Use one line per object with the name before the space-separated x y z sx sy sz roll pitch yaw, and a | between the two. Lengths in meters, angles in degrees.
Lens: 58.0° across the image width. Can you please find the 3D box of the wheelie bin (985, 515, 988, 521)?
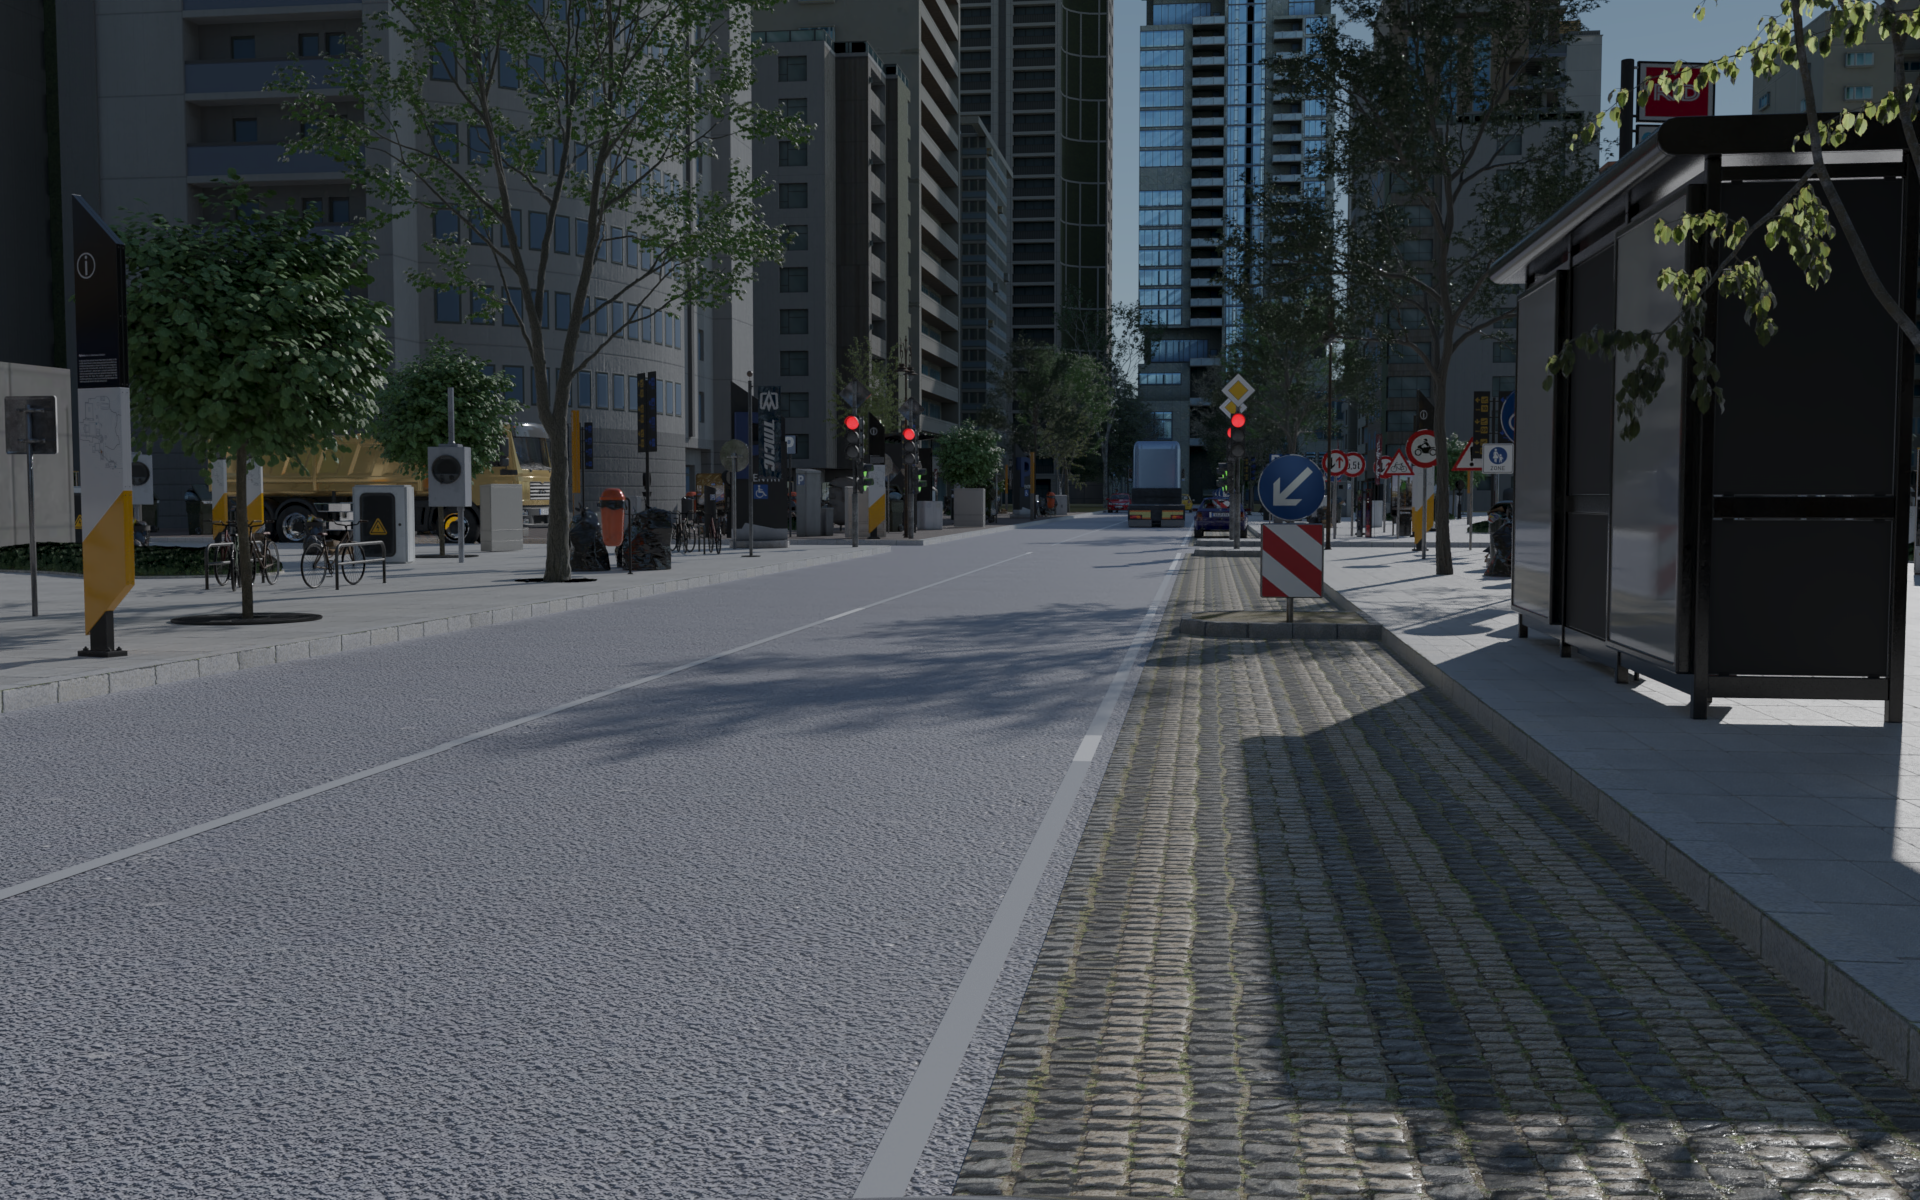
wheelie bin | 0.931 -4.632 83.637 0.693 1.594 0.980 1 4 23

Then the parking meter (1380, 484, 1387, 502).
parking meter | 24.168 -5.697 98.856 0.399 1.863 0.255 -2 4 -32

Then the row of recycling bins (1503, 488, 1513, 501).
row of recycling bins | 37.765 -6.670 116.174 3.534 1.692 1.069 -2 4 -35

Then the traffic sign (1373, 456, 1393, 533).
traffic sign | 14.127 -3.516 57.594 0.768 2.556 0.104 1 4 12

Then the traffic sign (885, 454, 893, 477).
traffic sign | -2.450 -3.252 53.270 0.768 2.556 0.104 1 4 14

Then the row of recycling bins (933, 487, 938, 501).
row of recycling bins | -2.276 -5.046 89.622 1.069 1.692 3.534 -2 4 -34

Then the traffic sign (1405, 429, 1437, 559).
traffic sign | 9.144 -2.077 34.066 0.768 2.556 0.104 1 4 16

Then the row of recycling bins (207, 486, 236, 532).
row of recycling bins | -25.726 -3.252 60.280 1.069 1.692 3.534 -2 4 -35

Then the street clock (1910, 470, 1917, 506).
street clock | 29.135 -2.949 52.794 0.358 2.002 0.471 0 4 4

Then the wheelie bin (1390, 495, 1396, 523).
wheelie bin | 19.293 -4.155 75.838 0.980 1.594 0.693 2 4 31

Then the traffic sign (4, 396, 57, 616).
traffic sign | -9.693 -0.976 18.086 0.606 2.300 0.079 1 4 11

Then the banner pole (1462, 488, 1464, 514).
banner pole | 32.202 -7.372 110.553 0.401 3.779 0.863 2 4 31

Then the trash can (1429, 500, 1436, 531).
trash can | 16.300 -2.929 59.541 0.748 1.137 0.748 0 3 0

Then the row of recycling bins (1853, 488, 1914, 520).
row of recycling bins | 40.582 -4.219 76.090 1.069 1.692 3.534 0 4 -5

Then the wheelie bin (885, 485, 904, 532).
wheelie bin | -2.309 -3.105 58.679 0.693 1.594 0.980 -3 5 -44

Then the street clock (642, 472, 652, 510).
street clock | -10.336 -3.218 57.188 0.358 2.002 0.471 0 4 -3

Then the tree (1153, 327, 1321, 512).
tree | 21.175 -13.168 125.663 12.009 13.543 11.850 0 3 0

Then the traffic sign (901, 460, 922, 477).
traffic sign | -1.695 -3.664 60.010 0.768 2.556 0.104 1 4 17

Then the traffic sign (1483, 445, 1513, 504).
traffic sign | 10.886 -2.018 35.119 0.606 2.300 0.079 1 4 9

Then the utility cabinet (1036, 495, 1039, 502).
utility cabinet | 4.663 -6.200 112.535 0.306 1.237 1.020 3 5 42

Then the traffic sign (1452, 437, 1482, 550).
traffic sign | 11.649 -2.413 39.456 0.884 2.594 0.081 1 4 17

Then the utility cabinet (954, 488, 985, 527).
utility cabinet | 0.369 -3.554 66.787 1.173 1.500 0.318 1 4 16

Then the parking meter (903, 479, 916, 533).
parking meter | -1.664 -3.145 57.140 0.399 1.863 0.255 -2 4 -27

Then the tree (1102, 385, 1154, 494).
tree | 19.041 -17.413 195.077 12.009 13.543 11.850 0 3 0

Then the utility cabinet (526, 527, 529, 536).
utility cabinet | -13.525 -2.644 51.906 1.173 1.500 0.318 1 4 18

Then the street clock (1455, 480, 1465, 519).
street clock | 25.567 -5.142 88.636 0.471 2.002 0.358 1 4 10

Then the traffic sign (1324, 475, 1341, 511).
traffic sign | 15.876 -4.542 74.266 0.884 2.594 0.081 1 4 10

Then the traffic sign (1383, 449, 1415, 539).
traffic sign | 12.525 -3.026 49.473 0.884 2.594 0.081 1 4 16

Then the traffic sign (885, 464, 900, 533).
traffic sign | -2.352 -3.413 56.984 0.795 2.450 0.064 1 4 9

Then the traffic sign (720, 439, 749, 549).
traffic sign | -5.236 -2.451 40.184 0.768 2.556 0.104 1 4 17

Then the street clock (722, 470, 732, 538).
street clock | -6.693 -2.813 50.558 0.471 2.002 0.358 -3 5 -41

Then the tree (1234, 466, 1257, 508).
tree | 26.109 -10.886 161.707 4.285 4.588 4.351 0 3 0

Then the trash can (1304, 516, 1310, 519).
trash can | 17.770 -4.750 89.321 0.748 1.137 0.748 0 3 0

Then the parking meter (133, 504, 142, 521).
parking meter | -18.911 -1.907 39.596 0.372 1.533 0.369 0 3 0

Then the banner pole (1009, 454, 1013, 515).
banner pole | 3.237 -7.256 108.660 0.401 3.779 0.863 -2 4 -24

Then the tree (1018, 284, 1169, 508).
tree | 12.079 -18.386 156.504 12.611 20.169 13.585 0 3 0

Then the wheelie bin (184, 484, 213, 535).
wheelie bin | -23.966 -2.851 54.527 0.693 1.594 0.980 1 4 15

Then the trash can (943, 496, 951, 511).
trash can | -0.830 -6.778 122.477 0.748 1.137 0.748 0 3 0

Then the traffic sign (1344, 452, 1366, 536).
traffic sign | 11.870 -3.197 52.385 0.768 2.556 0.104 1 4 15

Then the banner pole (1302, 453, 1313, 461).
banner pole | 21.216 -7.103 106.145 0.863 3.779 0.401 0 4 -8

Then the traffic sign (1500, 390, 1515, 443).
traffic sign | 6.566 -1.205 19.807 0.768 2.556 0.104 1 4 17

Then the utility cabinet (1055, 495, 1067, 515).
utility cabinet | 5.976 -5.739 104.997 1.020 1.237 0.306 0 4 -3

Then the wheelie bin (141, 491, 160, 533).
wheelie bin | -27.138 -3.055 57.861 0.693 1.594 0.980 -1 4 -19

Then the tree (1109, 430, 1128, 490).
tree | 16.094 -13.949 178.430 4.360 8.622 3.978 0 3 0

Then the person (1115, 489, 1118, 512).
person | 12.259 -7.778 135.654 0.705 1.826 1.348 1 4 11

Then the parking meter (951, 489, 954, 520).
parking meter | -0.276 -4.749 86.049 0.372 1.533 0.369 0 3 0

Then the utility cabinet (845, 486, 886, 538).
utility cabinet | -2.749 -2.555 50.453 1.173 1.500 0.318 -2 4 -24

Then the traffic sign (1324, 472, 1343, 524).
traffic sign | 15.836 -4.486 73.458 0.768 2.556 0.104 1 4 16

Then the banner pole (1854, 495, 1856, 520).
banner pole | 24.721 -3.548 48.031 0.863 3.779 0.401 -2 4 -25

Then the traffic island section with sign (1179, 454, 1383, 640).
traffic island section with sign | 3.292 -0.571 17.967 1.989 1.847 2.006 0 4 8

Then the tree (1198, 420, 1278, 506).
tree | 30.431 -16.451 185.980 9.611 12.733 9.660 0 3 0

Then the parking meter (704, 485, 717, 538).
parking meter | -7.348 -2.607 51.039 0.372 1.533 0.369 0 3 0

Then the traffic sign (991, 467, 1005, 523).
traffic sign | 1.596 -4.648 76.107 0.768 2.556 0.104 1 4 14

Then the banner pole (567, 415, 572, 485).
banner pole | -12.256 -3.919 54.086 0.863 3.779 0.401 2 4 27

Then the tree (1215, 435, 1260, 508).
tree | 22.990 -11.680 141.335 4.737 8.622 4.395 0 3 0

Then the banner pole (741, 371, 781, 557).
banner pole | -4.032 -2.766 35.236 0.863 3.779 0.401 0 4 -1

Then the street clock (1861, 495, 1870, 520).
street clock | 29.197 -3.137 55.864 0.358 2.002 0.471 0 4 0

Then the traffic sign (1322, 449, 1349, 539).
traffic sign | 10.697 -3.014 49.390 0.768 2.556 0.104 1 4 15

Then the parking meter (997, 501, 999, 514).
parking meter | 2.285 -6.272 110.961 0.372 1.533 0.369 0 3 0

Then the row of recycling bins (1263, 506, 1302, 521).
row of recycling bins | 15.511 -4.650 83.145 1.069 1.692 3.534 -1 4 -10
